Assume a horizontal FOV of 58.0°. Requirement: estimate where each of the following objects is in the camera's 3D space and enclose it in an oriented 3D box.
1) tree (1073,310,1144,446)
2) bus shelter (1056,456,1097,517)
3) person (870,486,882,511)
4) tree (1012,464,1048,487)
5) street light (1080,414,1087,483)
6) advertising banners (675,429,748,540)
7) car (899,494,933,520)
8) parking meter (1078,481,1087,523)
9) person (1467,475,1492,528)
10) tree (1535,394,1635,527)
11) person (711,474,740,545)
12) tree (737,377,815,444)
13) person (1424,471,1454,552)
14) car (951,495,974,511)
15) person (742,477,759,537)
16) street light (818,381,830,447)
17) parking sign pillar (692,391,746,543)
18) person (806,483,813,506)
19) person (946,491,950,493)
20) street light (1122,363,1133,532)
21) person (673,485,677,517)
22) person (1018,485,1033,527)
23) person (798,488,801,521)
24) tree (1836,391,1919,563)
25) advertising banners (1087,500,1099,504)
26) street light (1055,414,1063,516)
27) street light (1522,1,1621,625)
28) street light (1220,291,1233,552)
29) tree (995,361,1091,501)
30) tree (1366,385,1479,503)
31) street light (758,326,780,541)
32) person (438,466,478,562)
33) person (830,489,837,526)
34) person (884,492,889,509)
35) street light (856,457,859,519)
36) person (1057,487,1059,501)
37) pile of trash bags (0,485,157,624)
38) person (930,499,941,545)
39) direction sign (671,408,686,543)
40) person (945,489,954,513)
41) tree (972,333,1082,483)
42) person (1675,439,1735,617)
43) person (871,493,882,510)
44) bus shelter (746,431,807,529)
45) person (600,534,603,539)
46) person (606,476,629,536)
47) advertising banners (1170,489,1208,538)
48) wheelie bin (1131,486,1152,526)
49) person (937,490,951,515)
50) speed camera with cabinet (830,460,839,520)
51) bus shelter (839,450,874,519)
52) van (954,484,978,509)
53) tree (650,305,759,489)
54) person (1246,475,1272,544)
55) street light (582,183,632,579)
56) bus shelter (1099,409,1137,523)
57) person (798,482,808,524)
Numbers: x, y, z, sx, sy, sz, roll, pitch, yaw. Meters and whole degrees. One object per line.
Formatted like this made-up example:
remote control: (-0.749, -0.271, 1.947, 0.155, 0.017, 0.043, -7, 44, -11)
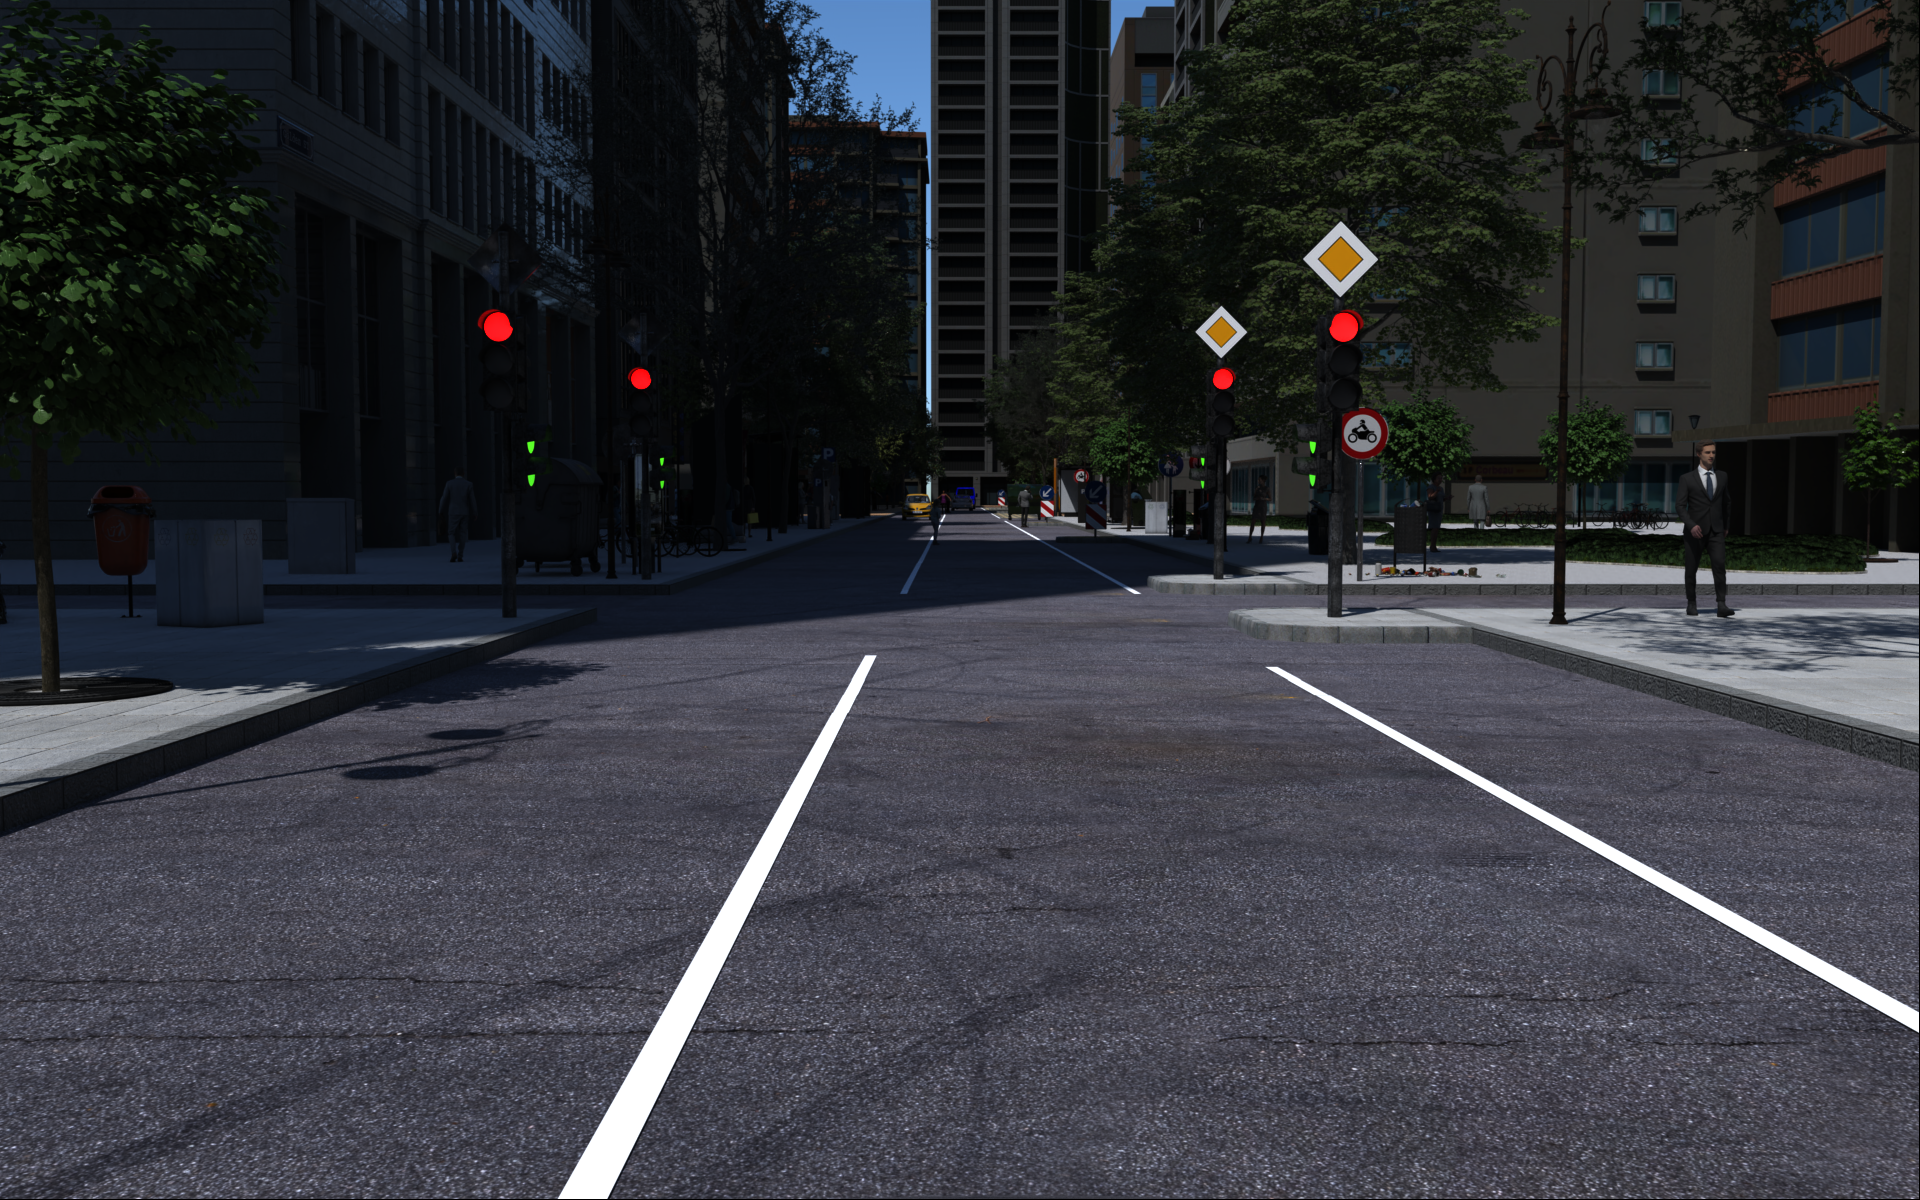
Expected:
tree: (6.735, -12.153, 109.068, 12.009, 13.543, 11.850, 0, 3, 0)
bus shelter: (6.379, -6.143, 94.363, 2.014, 3.302, 5.546, 0, 4, 0)
person: (-6.482, -7.690, 131.405, 1.348, 1.869, 0.705, -3, 5, -44)
tree: (6.558, -11.024, 163.952, 4.285, 4.588, 4.351, 0, 3, 0)
street light: (5.771, -6.555, 79.957, 0.468, 5.910, 1.993, 0, 4, 0)
advertising banners: (-6.745, -3.114, 47.103, 2.074, 3.025, 0.090, 1, 4, 11)
car: (-2.346, -5.221, 95.587, 2.015, 1.641, 3.980, 0, 4, -1)
parking meter: (5.421, -4.329, 76.492, 0.399, 1.863, 0.255, -1, 4, -9)
person: (14.551, -2.589, 48.472, 0.694, 1.812, 0.767, 2, 4, 33)
tree: (20.747, -4.506, 57.393, 4.285, 4.588, 4.351, 0, 3, 0)
person: (-5.864, -2.274, 43.206, 0.713, 1.824, 0.794, 1, 4, 10)
tree: (-10.528, -8.659, 91.939, 4.360, 8.622, 3.978, 0, 3, 0)
person: (10.509, -1.942, 38.161, 0.716, 1.782, 0.532, -3, 5, -39)
car: (0.165, -8.378, 149.343, 2.083, 1.381, 4.827, 0, 4, -1)
person: (-6.413, -2.776, 51.651, 0.699, 1.804, 1.509, -1, 4, -13)
street light: (-5.273, -5.821, 67.967, 0.468, 5.910, 1.993, 0, 4, 0)
parking sign pillar: (-6.373, -3.494, 45.607, 1.447, 3.967, 1.447, 0, 4, -5)
person: (-7.354, -4.870, 85.644, 0.573, 1.828, 0.580, 0, 4, -1)
person: (-1.120, -8.019, 140.430, 0.721, 1.723, 1.217, -1, 4, -12)
street light: (5.782, -5.284, 59.189, 0.468, 5.910, 1.993, 0, 4, 0)
person: (-16.188, -5.652, 98.721, 0.793, 1.790, 0.793, 2, 4, 25)
person: (2.803, -4.017, 74.357, 0.592, 1.802, 0.473, 3, 5, 41)
person: (-7.815, -4.701, 83.575, 0.731, 1.740, 0.598, 1, 4, 22)
tree: (17.121, -2.326, 32.634, 1.663, 3.219, 1.824, 0, 3, 0)
advertising banners: (6.992, -5.539, 86.745, 0.090, 3.025, 2.074, -3, 5, -43)
street light: (5.784, -7.825, 100.732, 0.468, 5.910, 1.993, 0, 4, 0)
street light: (5.909, -2.699, 16.915, 0.468, 5.910, 1.993, 0, 4, 0)
street light: (5.885, -4.014, 38.420, 0.468, 5.910, 1.993, 0, 4, 0)
tree: (5.629, -11.350, 119.984, 7.601, 10.594, 8.767, -3, 4, -36)
tree: (13.788, -4.177, 52.004, 4.285, 4.588, 4.351, 0, 3, 0)
street light: (-5.196, -4.542, 47.052, 0.468, 5.910, 1.993, 0, 4, 0)
person: (-9.519, -1.630, 32.815, 0.709, 1.813, 0.853, -2, 4, -25)
person: (-5.290, -3.786, 70.546, 0.503, 1.515, 0.523, 1, 4, 23)
person: (-6.127, -8.290, 144.837, 0.557, 1.426, 1.065, 1, 4, 16)
street light: (-5.244, -7.092, 88.736, 0.468, 5.910, 1.993, 0, 4, 0)
person: (6.759, -7.019, 120.902, 0.705, 1.812, 1.348, 1, 4, 13)
pile of trash bags: (-9.948, -0.471, 17.450, 3.447, 1.369, 1.912, -1, 4, -13)
person: (-0.672, -2.203, 48.803, 0.425, 1.301, 0.394, 2, 4, 35)
direction sign: (-7.448, -3.290, 45.783, 0.379, 3.537, 0.876, 1, 4, 10)
person: (-0.861, -7.479, 130.791, 0.705, 1.823, 1.348, -2, 4, -30)
tree: (5.711, -14.083, 136.908, 9.857, 13.997, 8.962, 0, 3, 0)
person: (7.836, -0.752, 18.115, 0.659, 1.850, 0.755, 0, 4, 1)
person: (-6.611, -7.825, 134.690, 1.217, 1.736, 0.721, 0, 3, 0)
bus shelter: (-7.002, -4.614, 66.720, 1.731, 3.624, 6.357, 0, 3, 0)
person: (-9.362, -2.301, 43.507, 0.795, 1.843, 0.661, 0, 4, -6)
person: (-10.025, -2.758, 51.125, 0.713, 1.824, 0.794, 3, 5, 44)
advertising banners: (7.113, -3.375, 51.371, 2.074, 3.025, 0.090, -2, 4, -28)
wheelie bin: (7.213, -3.743, 69.109, 0.693, 1.594, 0.980, 3, 4, 37)
person: (-1.150, -6.799, 120.348, 1.217, 1.739, 0.721, 1, 4, 22)
speed camera with cabinet: (-6.281, -5.584, 85.640, 0.660, 3.252, 2.038, 0, 4, -3)
bus shelter: (-5.508, -6.275, 93.873, 1.731, 3.624, 6.357, 0, 3, 0)
van: (0.531, -9.685, 162.734, 2.240, 2.365, 5.245, 0, 4, 0)
tree: (-10.280, -7.209, 68.223, 4.737, 8.622, 4.395, 0, 3, 0)
person: (7.752, -2.357, 44.922, 0.599, 1.781, 0.374, 2, 4, 32)
street light: (-5.294, -3.263, 26.138, 0.468, 5.910, 1.993, 0, 4, 0)
bus shelter: (7.417, -6.256, 79.913, 2.179, 5.291, 8.768, 0, 3, 0)
person: (-6.705, -4.140, 73.910, 0.526, 1.800, 0.537, 0, 4, 7)
